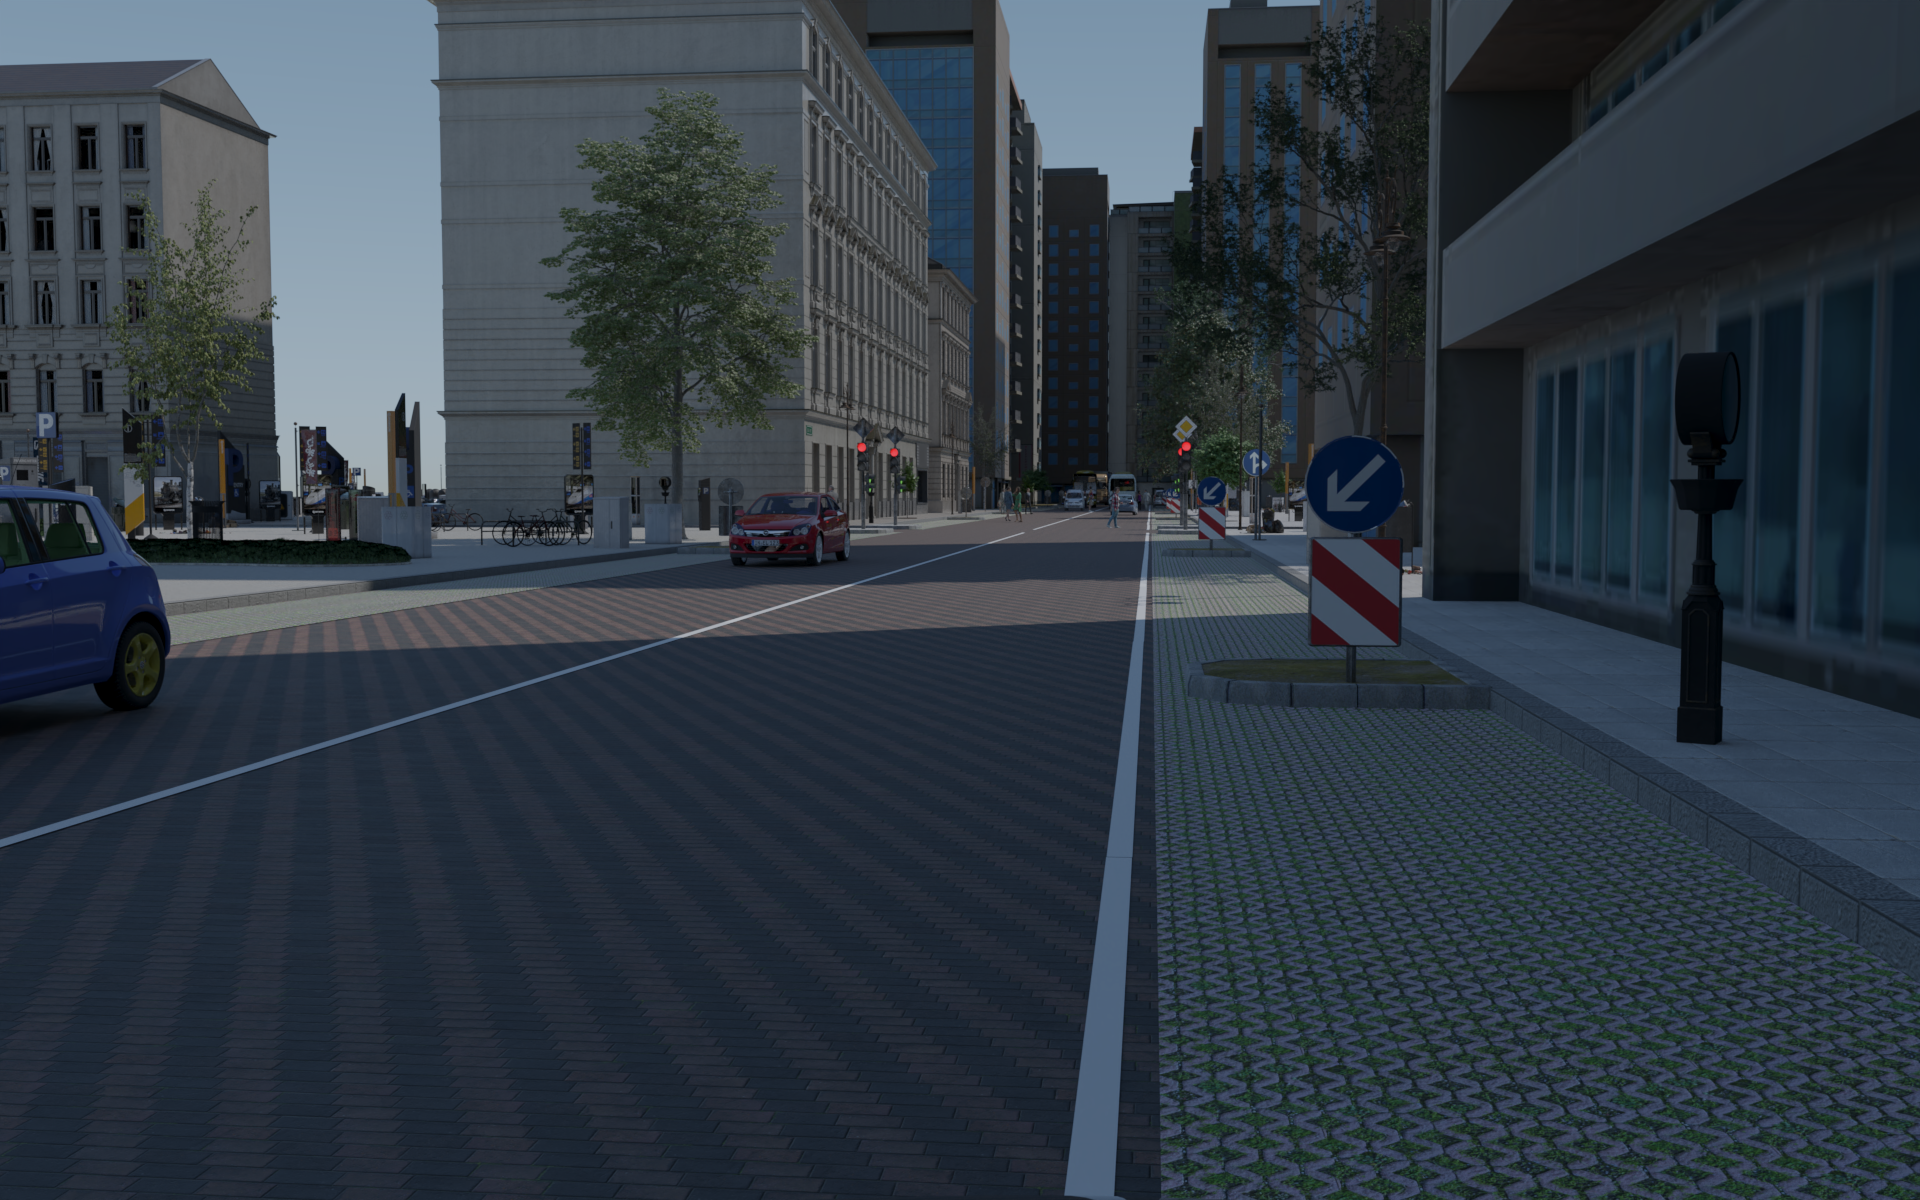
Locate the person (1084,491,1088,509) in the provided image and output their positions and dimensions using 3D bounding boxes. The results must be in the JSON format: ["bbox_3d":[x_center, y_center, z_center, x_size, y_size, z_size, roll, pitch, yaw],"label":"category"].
[{"bbox_3d":[12.104,-9.823,169.644,0.750,1.759,0.617,-1,4,-9],"label":"person"}]

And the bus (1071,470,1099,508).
[{"bbox_3d":[13.285,-11.755,183.737,2.896,3.916,12.252,0,4,4],"label":"bus"}]

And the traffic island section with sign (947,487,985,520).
[{"bbox_3d":[0.366,-5.347,96.046,1.989,1.847,2.006,0,4,6],"label":"traffic island section with sign"}]

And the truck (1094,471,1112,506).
[{"bbox_3d":[17.517,-13.965,217.247,2.839,4.237,11.283,0,4,8],"label":"truck"}]

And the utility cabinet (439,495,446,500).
[{"bbox_3d":[-32.626,-6.029,109.740,0.306,1.237,1.020,-3,5,-44],"label":"utility cabinet"}]

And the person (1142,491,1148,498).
[{"bbox_3d":[23.139,-12.628,214.972,1.348,1.824,0.705,-3,5,-41],"label":"person"}]

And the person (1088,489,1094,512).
[{"bbox_3d":[10.549,-8.020,139.597,0.573,1.828,0.580,-1,4,-16],"label":"person"}]

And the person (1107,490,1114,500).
[{"bbox_3d":[13.759,-8.995,155.559,0.705,1.826,1.348,-3,4,-37],"label":"person"}]

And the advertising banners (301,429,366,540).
[{"bbox_3d":[-16.836,-3.079,46.533,2.074,3.025,0.090,1,4,20],"label":"advertising banners"}]

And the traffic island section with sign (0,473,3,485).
[{"bbox_3d":[-8.636,-0.352,14.383,1.989,1.847,2.006,0,4,6],"label":"traffic island section with sign"}]

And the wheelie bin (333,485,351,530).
[{"bbox_3d":[-22.382,-3.355,62.760,0.980,1.594,0.693,0,4,8],"label":"wheelie bin"}]

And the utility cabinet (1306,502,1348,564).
[{"bbox_3d":[6.757,-1.402,31.600,0.318,1.500,1.173,3,5,41],"label":"utility cabinet"}]

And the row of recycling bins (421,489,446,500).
[{"bbox_3d":[-39.948,-7.603,131.425,3.534,1.692,1.069,3,5,42],"label":"row of recycling bins"}]

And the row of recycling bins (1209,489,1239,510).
[{"bbox_3d":[20.894,-7.932,136.798,1.069,1.692,3.534,-3,5,-44],"label":"row of recycling bins"}]

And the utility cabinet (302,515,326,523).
[{"bbox_3d":[-27.841,-4.030,74.569,1.173,1.500,0.318,2,4,32],"label":"utility cabinet"}]

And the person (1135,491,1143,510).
[{"bbox_3d":[15.893,-8.799,153.046,1.217,1.739,0.721,-2,4,-32],"label":"person"}]

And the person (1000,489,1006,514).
[{"bbox_3d":[3.000,-6.872,120.960,0.391,1.810,0.635,-2,4,-29],"label":"person"}]

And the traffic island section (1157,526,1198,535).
[{"bbox_3d":[8.112,-2.438,62.142,2.009,0.180,2.903,0,4,6],"label":"traffic island section"}]

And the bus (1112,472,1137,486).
[{"bbox_3d":[17.836,-12.105,189.461,2.896,3.916,12.252,0,4,6],"label":"bus"}]

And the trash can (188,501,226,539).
[{"bbox_3d":[-16.110,-1.556,37.090,0.748,1.137,0.748,0,3,0],"label":"trash can"}]

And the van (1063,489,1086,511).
[{"bbox_3d":[9.908,-8.731,149.755,2.013,2.044,4.112,0,4,6],"label":"van"}]

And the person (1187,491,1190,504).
[{"bbox_3d":[29.667,-13.302,225.624,0.705,1.869,1.348,3,5,43],"label":"person"}]

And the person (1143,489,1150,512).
[{"bbox_3d":[15.214,-8.122,141.386,0.635,1.810,0.391,-2,4,-35],"label":"person"}]

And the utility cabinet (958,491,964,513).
[{"bbox_3d":[0.054,-6.397,113.270,0.318,1.500,1.173,0,4,5],"label":"utility cabinet"}]

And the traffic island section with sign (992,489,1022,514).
[{"bbox_3d":[3.363,-6.999,123.062,1.989,1.847,2.006,0,4,6],"label":"traffic island section with sign"}]

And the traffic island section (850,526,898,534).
[{"bbox_3d":[-3.558,-2.517,63.431,2.009,0.180,2.903,0,4,6],"label":"traffic island section"}]

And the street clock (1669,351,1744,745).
[{"bbox_3d":[3.830,-0.265,8.910,0.358,2.002,0.471,2,4,35],"label":"street clock"}]

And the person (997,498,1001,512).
[{"bbox_3d":[2.866,-6.854,125.584,0.382,1.210,0.505,-3,5,-44],"label":"person"}]

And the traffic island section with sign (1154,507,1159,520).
[{"bbox_3d":[11.752,-5.285,95.035,1.989,1.847,2.006,0,4,6],"label":"traffic island section with sign"}]

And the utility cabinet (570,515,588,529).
[{"bbox_3d":[-14.043,-3.218,63.774,0.306,1.237,1.020,-2,4,-34],"label":"utility cabinet"}]

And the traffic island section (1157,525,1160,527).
[{"bbox_3d":[8.988,-2.923,70.079,2.009,0.180,2.903,0,4,6],"label":"traffic island section"}]

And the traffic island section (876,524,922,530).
[{"bbox_3d":[-2.682,-3.002,71.368,2.009,0.180,2.903,0,4,6],"label":"traffic island section"}]

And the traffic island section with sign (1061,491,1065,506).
[{"bbox_3d":[11.761,-11.660,199.273,1.989,1.847,2.006,0,4,6],"label":"traffic island section with sign"}]

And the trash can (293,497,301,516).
[{"bbox_3d":[-38.848,-5.473,101.141,0.748,1.137,0.748,0,3,0],"label":"trash can"}]

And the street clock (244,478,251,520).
[{"bbox_3d":[-33.059,-4.630,80.273,0.358,2.002,0.471,0,4,4],"label":"street clock"}]

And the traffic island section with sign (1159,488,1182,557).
[{"bbox_3d":[5.672,-1.916,39.952,1.989,1.847,2.006,0,4,6],"label":"traffic island section with sign"}]

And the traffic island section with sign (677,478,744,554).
[{"bbox_3d":[-5.606,-2.029,41.809,1.989,1.847,2.006,0,4,6],"label":"traffic island section with sign"}]

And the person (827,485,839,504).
[{"bbox_3d":[-4.987,-3.532,66.643,0.834,1.777,0.661,3,4,36],"label":"person"}]

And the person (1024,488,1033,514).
[{"bbox_3d":[4.858,-6.985,122.478,0.659,1.850,0.755,-2,4,-33],"label":"person"}]

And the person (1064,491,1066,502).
[{"bbox_3d":[12.663,-12.231,208.488,1.348,1.823,0.705,3,4,39],"label":"person"}]

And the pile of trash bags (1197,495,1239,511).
[{"bbox_3d":[19.643,-7.447,131.516,3.447,1.369,1.912,1,4,17],"label":"pile of trash bags"}]

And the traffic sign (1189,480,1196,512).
[{"bbox_3d":[16.947,-7.581,126.084,0.606,2.300,0.079,1,4,15],"label":"traffic sign"}]

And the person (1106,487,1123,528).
[{"bbox_3d":[6.514,-3.889,72.930,0.643,1.720,0.563,1,4,17],"label":"person"}]

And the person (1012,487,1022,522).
[{"bbox_3d":[2.970,-4.849,88.029,0.529,1.795,0.600,-2,4,-26],"label":"person"}]

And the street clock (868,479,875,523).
[{"bbox_3d":[-3.893,-4.366,75.960,0.358,2.002,0.471,0,4,8],"label":"street clock"}]

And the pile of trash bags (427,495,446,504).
[{"bbox_3d":[-34.135,-6.412,114.586,1.912,1.369,3.447,1,4,13],"label":"pile of trash bags"}]

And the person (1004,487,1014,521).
[{"bbox_3d":[2.533,-5.095,91.834,0.581,1.822,0.654,3,5,44],"label":"person"}]

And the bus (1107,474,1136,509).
[{"bbox_3d":[15.761,-10.629,168.649,2.948,3.499,13.247,0,4,5],"label":"bus"}]

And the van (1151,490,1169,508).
[{"bbox_3d":[20.875,-10.561,179.681,2.013,2.044,4.112,0,4,5],"label":"van"}]

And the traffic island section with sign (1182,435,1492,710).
[{"bbox_3d":[2.641,-0.236,12.480,1.989,1.847,2.006,0,4,6],"label":"traffic island section with sign"}]

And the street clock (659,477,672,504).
[{"bbox_3d":[-12.191,-4.104,71.665,0.471,2.002,0.358,1,4,20],"label":"street clock"}]

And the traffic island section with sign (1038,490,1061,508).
[{"bbox_3d":[8.806,-10.022,172.479,1.989,1.847,2.006,0,4,6],"label":"traffic island section with sign"}]
